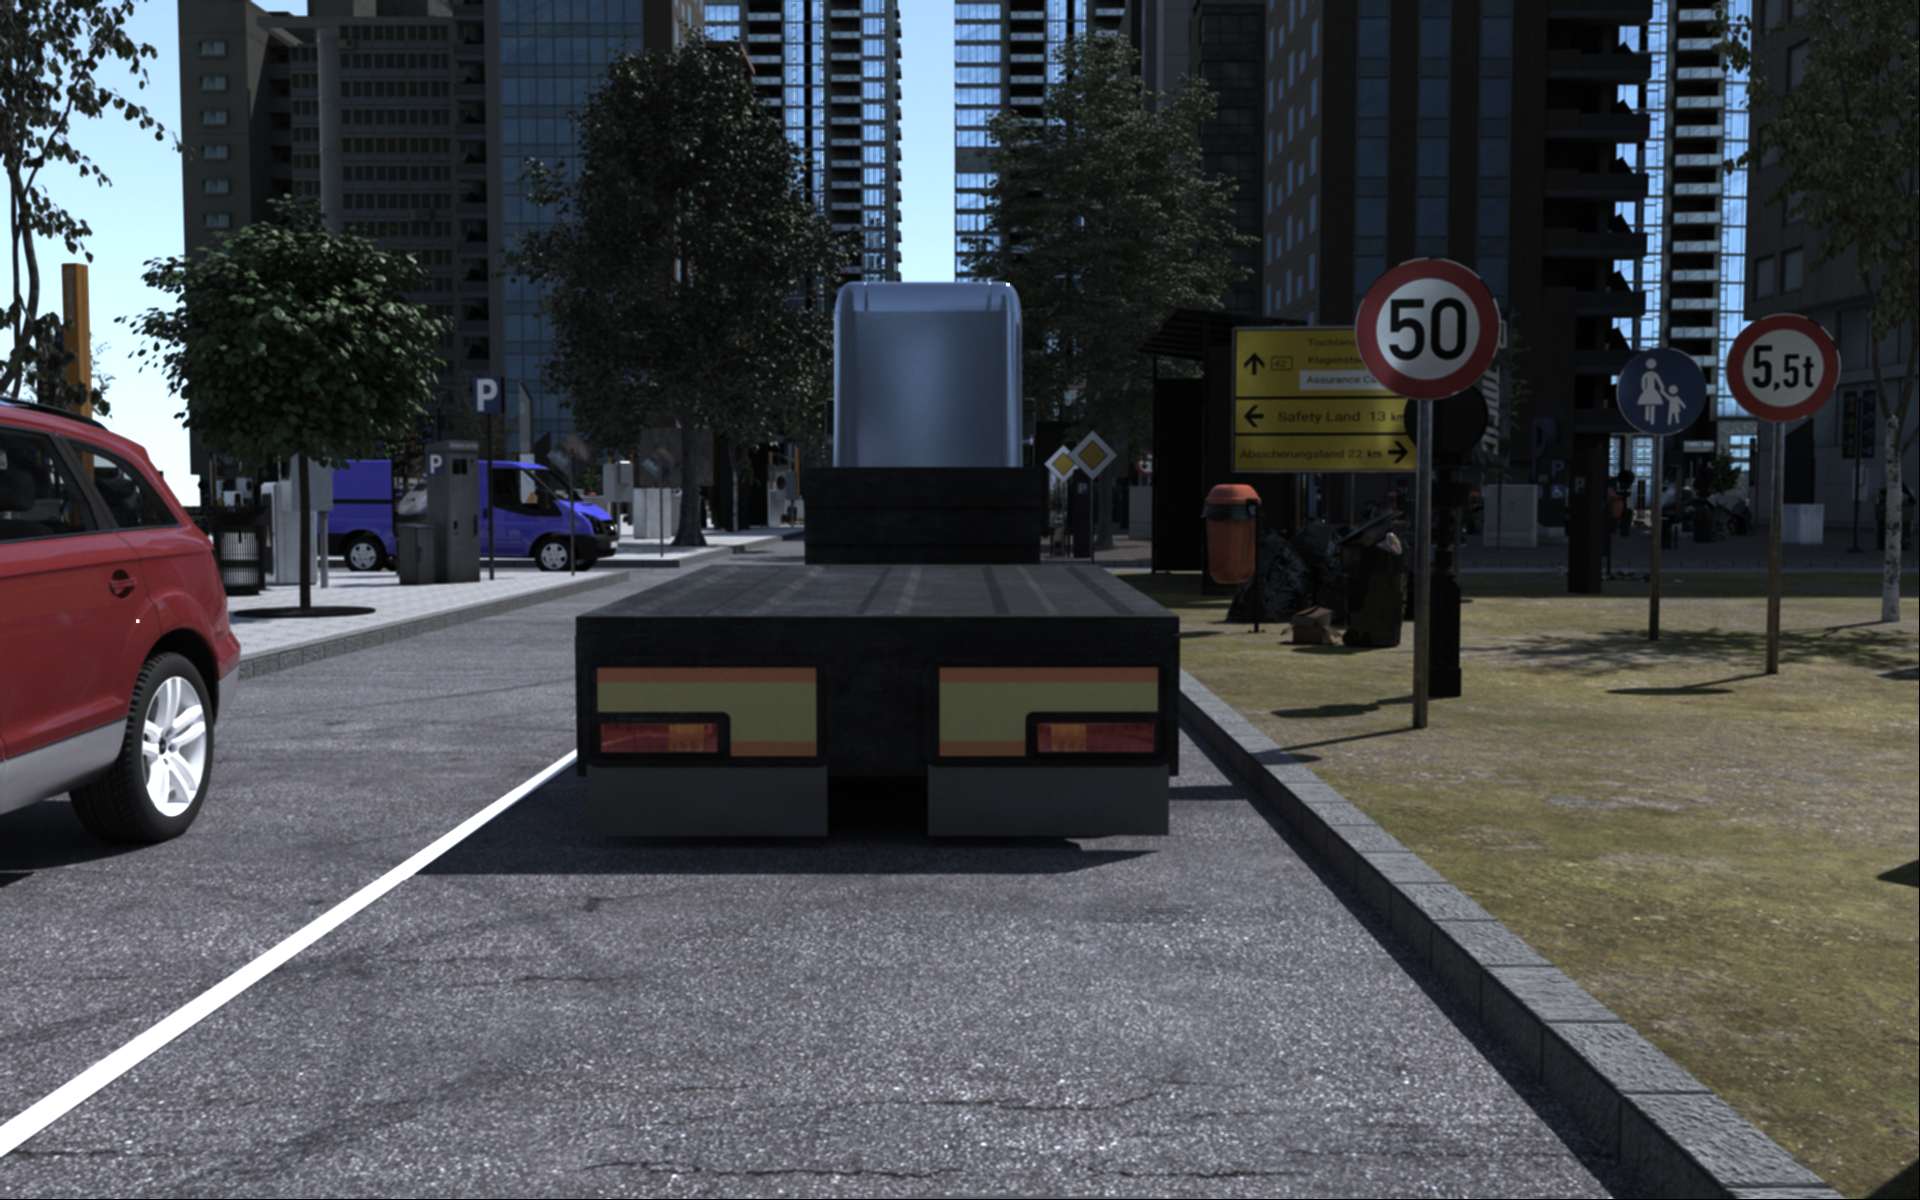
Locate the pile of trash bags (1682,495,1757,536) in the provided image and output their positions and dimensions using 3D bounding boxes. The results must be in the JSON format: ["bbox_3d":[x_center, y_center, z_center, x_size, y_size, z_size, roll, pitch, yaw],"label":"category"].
[{"bbox_3d":[23.564,-2.764,54.938,1.912,1.369,3.447,-1,4,-15],"label":"pile of trash bags"}]

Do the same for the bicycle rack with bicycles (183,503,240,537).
[{"bbox_3d":[-23.642,-2.364,52.026,2.852,0.926,2.925,3,5,43],"label":"bicycle rack with bicycles"}]

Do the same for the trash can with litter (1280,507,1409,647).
[{"bbox_3d":[3.257,-0.202,14.682,1.055,1.170,0.624,2,4,26],"label":"trash can with litter"}]

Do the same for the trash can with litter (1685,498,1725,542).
[{"bbox_3d":[19.916,-2.131,46.234,1.055,1.170,0.624,-2,4,-35],"label":"trash can with litter"}]

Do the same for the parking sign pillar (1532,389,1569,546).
[{"bbox_3d":[14.883,-3.381,43.747,1.447,3.967,1.447,0,4,0],"label":"parking sign pillar"}]

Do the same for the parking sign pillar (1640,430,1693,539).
[{"bbox_3d":[20.506,-3.773,50.165,1.447,3.967,1.447,0,4,3],"label":"parking sign pillar"}]

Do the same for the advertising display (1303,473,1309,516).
[{"bbox_3d":[10.364,-2.912,52.825,0.123,1.923,0.974,-1,4,-15],"label":"advertising display"}]

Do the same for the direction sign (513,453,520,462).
[{"bbox_3d":[-24.267,-6.290,94.837,0.379,3.537,0.876,1,4,15],"label":"direction sign"}]

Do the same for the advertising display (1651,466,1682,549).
[{"bbox_3d":[16.495,-2.157,40.488,0.123,1.923,0.974,-1,4,-12],"label":"advertising display"}]

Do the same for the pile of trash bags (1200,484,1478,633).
[{"bbox_3d":[3.484,-0.459,17.250,1.912,1.369,3.447,3,5,40],"label":"pile of trash bags"}]

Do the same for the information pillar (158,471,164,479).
[{"bbox_3d":[-25.194,-3.057,54.480,0.304,2.012,0.304,-2,4,-26],"label":"information pillar"}]

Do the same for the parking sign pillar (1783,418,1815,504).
[{"bbox_3d":[29.699,-4.478,61.681,1.447,3.967,1.447,-3,5,-43],"label":"parking sign pillar"}]

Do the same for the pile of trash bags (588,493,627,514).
[{"bbox_3d":[-22.033,-6.056,108.773,1.912,1.369,3.447,2,4,35],"label":"pile of trash bags"}]

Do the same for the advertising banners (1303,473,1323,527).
[{"bbox_3d":[8.936,-3.010,45.398,0.090,3.025,2.074,-2,4,-27],"label":"advertising banners"}]

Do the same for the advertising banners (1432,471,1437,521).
[{"bbox_3d":[17.074,-4.024,61.975,0.090,3.025,2.074,0,4,5],"label":"advertising banners"}]

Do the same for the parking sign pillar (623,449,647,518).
[{"bbox_3d":[-16.590,-6.149,89.000,1.447,3.967,1.447,1,4,22],"label":"parking sign pillar"}]

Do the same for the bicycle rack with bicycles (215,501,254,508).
[{"bbox_3d":[-38.935,-4.768,91.338,2.925,0.926,2.852,0,4,-3],"label":"bicycle rack with bicycles"}]

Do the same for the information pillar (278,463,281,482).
[{"bbox_3d":[-14.485,-2.812,37.324,0.504,3.616,0.183,1,4,23],"label":"information pillar"}]

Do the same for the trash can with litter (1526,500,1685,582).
[{"bbox_3d":[9.754,-0.909,25.916,1.678,1.210,2.233,-2,4,-28],"label":"trash can with litter"}]

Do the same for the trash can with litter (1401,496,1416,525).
[{"bbox_3d":[12.949,-2.465,51.361,2.233,1.210,1.678,0,4,7],"label":"trash can with litter"}]

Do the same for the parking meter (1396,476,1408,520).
[{"bbox_3d":[14.423,-3.108,56.525,0.255,1.863,0.399,2,4,31],"label":"parking meter"}]

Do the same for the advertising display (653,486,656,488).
[{"bbox_3d":[-17.673,-5.809,100.190,0.123,1.923,0.974,-1,4,-16],"label":"advertising display"}]

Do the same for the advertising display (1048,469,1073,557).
[{"bbox_3d":[2.065,-1.865,35.715,0.123,1.923,0.974,-1,4,-21],"label":"advertising display"}]

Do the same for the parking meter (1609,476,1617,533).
[{"bbox_3d":[21.490,-3.152,57.245,0.399,1.863,0.255,2,4,26],"label":"parking meter"}]

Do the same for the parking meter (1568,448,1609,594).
[{"bbox_3d":[8.100,-1.023,22.429,0.255,1.863,0.399,-2,4,-25],"label":"parking meter"}]

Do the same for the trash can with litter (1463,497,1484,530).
[{"bbox_3d":[18.695,-3.128,62.538,1.055,1.170,0.624,-3,5,-40],"label":"trash can with litter"}]

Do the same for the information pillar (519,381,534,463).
[{"bbox_3d":[-8.989,-2.728,35.959,0.183,3.616,0.504,-3,5,-41],"label":"information pillar"}]

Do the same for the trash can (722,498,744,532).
[{"bbox_3d":[-7.686,-2.876,58.681,0.748,1.137,0.748,0,3,0],"label":"trash can"}]

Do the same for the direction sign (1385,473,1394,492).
[{"bbox_3d":[17.452,-4.793,70.359,0.379,3.537,0.876,2,4,35],"label":"direction sign"}]

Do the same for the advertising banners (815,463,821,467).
[{"bbox_3d":[-7.335,-6.107,96.043,2.074,3.025,0.090,3,5,44],"label":"advertising banners"}]

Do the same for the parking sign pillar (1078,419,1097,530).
[{"bbox_3d":[4.203,-4.509,62.198,1.447,3.967,1.447,-2,4,-28],"label":"parking sign pillar"}]

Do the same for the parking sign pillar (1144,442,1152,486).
[{"bbox_3d":[9.828,-6.123,88.591,1.447,3.967,1.447,-1,4,-10],"label":"parking sign pillar"}]

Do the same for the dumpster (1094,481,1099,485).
[{"bbox_3d":[5.882,-4.439,78.338,1.264,1.857,1.865,0,4,0],"label":"dumpster"}]

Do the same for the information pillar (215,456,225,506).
[{"bbox_3d":[-44.448,-6.893,104.055,0.504,3.616,0.183,-2,4,-29],"label":"information pillar"}]

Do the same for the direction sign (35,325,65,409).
[{"bbox_3d":[-12.218,-1.922,23.416,0.876,3.537,0.379,3,4,36],"label":"direction sign"}]

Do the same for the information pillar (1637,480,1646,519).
[{"bbox_3d":[35.184,-5.196,89.448,0.304,2.012,0.304,-1,4,-20],"label":"information pillar"}]

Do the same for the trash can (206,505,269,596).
[{"bbox_3d":[-9.150,-0.632,21.981,0.748,1.137,0.748,0,3,0],"label":"trash can"}]

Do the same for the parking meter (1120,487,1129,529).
[{"bbox_3d":[6.097,-3.391,63.860,0.372,1.533,0.369,0,3,0],"label":"parking meter"}]

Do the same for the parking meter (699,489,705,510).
[{"bbox_3d":[-11.193,-4.062,74.817,0.372,1.533,0.369,0,3,0],"label":"parking meter"}]

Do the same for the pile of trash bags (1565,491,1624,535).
[{"bbox_3d":[19.812,-2.799,55.509,3.447,1.369,1.912,-1,4,-17],"label":"pile of trash bags"}]

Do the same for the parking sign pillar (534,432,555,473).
[{"bbox_3d":[-18.243,-5.309,75.274,1.447,3.967,1.447,2,4,24],"label":"parking sign pillar"}]

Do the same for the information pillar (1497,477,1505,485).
[{"bbox_3d":[22.764,-4.187,72.956,0.304,2.012,0.304,1,4,20],"label":"information pillar"}]

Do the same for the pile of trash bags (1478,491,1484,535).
[{"bbox_3d":[16.423,-2.831,56.042,1.912,1.369,3.447,2,4,25],"label":"pile of trash bags"}]

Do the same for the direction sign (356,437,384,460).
[{"bbox_3d":[-19.658,-4.023,57.777,0.876,3.537,0.379,0,4,-8],"label":"direction sign"}]

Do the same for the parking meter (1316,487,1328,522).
[{"bbox_3d":[12.234,-3.068,58.574,0.372,1.533,0.369,0,3,0],"label":"parking meter"}]

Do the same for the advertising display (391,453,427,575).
[{"bbox_3d":[-8.480,-1.355,27.371,0.974,1.923,0.123,0,4,4],"label":"advertising display"}]

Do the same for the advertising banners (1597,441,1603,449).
[{"bbox_3d":[21.053,-3.763,57.713,0.090,3.025,2.074,0,4,4],"label":"advertising banners"}]

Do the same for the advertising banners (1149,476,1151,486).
[{"bbox_3d":[7.490,-4.524,70.155,0.090,3.025,2.074,1,4,22],"label":"advertising banners"}]

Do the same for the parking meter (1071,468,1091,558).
[{"bbox_3d":[2.434,-1.777,34.759,0.399,1.863,0.255,0,4,0],"label":"parking meter"}]

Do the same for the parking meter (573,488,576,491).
[{"bbox_3d":[-13.743,-3.227,61.179,0.372,1.533,0.369,0,3,0],"label":"parking meter"}]

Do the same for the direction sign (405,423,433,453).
[{"bbox_3d":[-17.136,-3.848,54.910,0.876,3.537,0.379,-3,4,-37],"label":"direction sign"}]

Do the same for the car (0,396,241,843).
[{"bbox_3d":[-4.257,0.183,5.676,2.281,1.827,5.304,0,4,0],"label":"car"}]

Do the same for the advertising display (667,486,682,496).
[{"bbox_3d":[-13.904,-4.897,85.275,0.974,1.923,0.123,1,4,17],"label":"advertising display"}]

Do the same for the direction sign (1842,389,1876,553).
[{"bbox_3d":[19.667,-2.810,37.948,0.379,3.537,0.876,-1,4,-16],"label":"direction sign"}]
